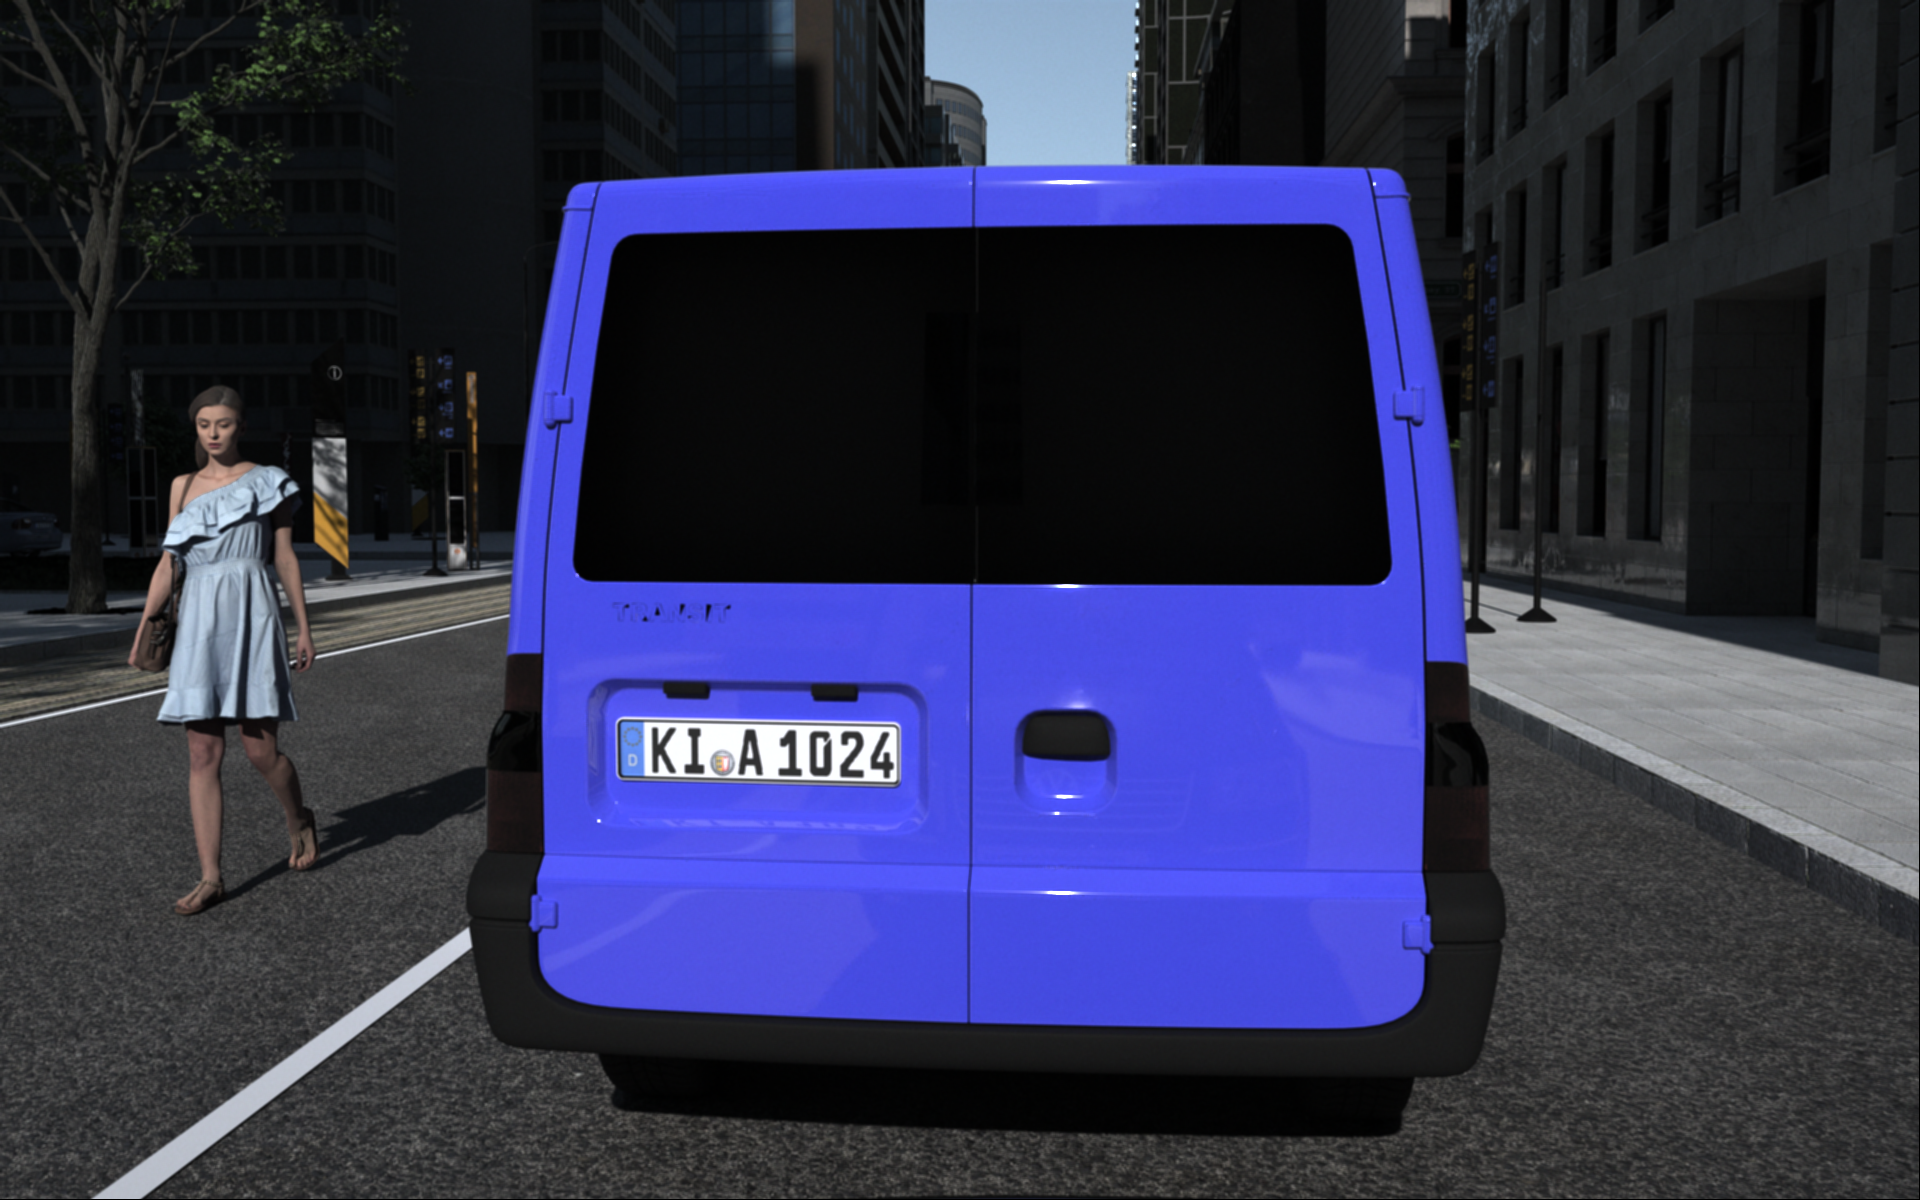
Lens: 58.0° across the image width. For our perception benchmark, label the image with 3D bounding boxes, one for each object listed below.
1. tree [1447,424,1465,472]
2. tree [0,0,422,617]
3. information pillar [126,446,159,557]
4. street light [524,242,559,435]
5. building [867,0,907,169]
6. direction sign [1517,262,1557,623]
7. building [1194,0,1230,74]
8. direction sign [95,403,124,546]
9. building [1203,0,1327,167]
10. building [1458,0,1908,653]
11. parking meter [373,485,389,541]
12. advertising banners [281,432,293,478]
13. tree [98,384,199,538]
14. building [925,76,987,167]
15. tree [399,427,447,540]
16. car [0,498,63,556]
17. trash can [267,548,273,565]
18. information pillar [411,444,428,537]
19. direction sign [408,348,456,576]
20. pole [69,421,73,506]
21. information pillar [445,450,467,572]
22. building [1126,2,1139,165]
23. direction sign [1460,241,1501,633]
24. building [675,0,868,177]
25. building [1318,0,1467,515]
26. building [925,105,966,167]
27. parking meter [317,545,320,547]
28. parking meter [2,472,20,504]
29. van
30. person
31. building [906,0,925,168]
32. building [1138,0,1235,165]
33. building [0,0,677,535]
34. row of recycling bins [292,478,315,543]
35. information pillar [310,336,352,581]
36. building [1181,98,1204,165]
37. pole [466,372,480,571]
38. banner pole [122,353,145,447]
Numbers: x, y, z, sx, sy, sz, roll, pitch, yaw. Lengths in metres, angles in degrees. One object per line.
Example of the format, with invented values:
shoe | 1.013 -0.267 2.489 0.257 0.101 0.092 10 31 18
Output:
tree | 6.402 -1.855 24.925 1.663 3.219 1.824 0 3 0
tree | -9.242 -5.664 18.357 9.928 11.665 9.643 0 3 0
information pillar | -12.674 -1.368 26.865 0.304 2.012 0.304 1 4 17
street light | -7.334 -3.605 31.476 1.470 5.913 1.316 0 4 4
building | -15.445 -30.697 125.599 21.300 48.544 21.600 0 4 4
direction sign | 5.820 -1.552 17.369 0.379 3.537 0.876 1 4 19
building | 30.607 -26.767 129.515 32.217 40.220 23.993 0 4 4
direction sign | -21.321 -3.133 43.220 0.876 3.537 0.379 -3 5 -43
building | 15.666 -14.292 63.345 12.332 23.373 15.834 0 4 4
building | 12.992 -10.090 19.729 10.420 20.320 16.860 0 4 4
parking meter | -15.870 -2.389 47.478 0.372 1.533 0.369 0 3 0
advertising banners | -19.728 -3.266 49.594 2.074 3.025 0.090 2 4 33
tree | -24.237 -4.135 51.317 4.285 4.588 4.351 0 3 0
building | -7.451 -43.049 245.841 21.231 58.520 28.212 0 4 4
tree | -15.049 -3.319 48.870 1.663 3.219 1.824 0 3 0
car | -21.181 -1.476 36.129 4.499 1.417 2.014 0 4 4
trash can | -12.798 -1.220 31.597 0.748 1.137 0.748 0 3 0
information pillar | -16.356 -3.731 52.359 0.504 3.616 0.183 -2 4 -30
direction sign | -8.224 -2.143 27.028 0.876 3.537 0.379 1 4 23
pole | -24.705 -3.330 48.297 0.158 3.312 0.155 0 3 0
information pillar | -8.367 -1.484 28.752 0.304 2.012 0.304 -1 4 -20
building | 33.417 -57.638 255.046 22.319 86.520 31.000 0 4 4
direction sign | 4.787 -1.469 16.009 0.379 3.537 0.876 0 4 -4
building | -12.598 -27.014 91.790 14.600 45.320 14.200 0 4 4
building | 21.616 -15.760 45.064 23.554 28.519 14.401 0 4 4
building | -10.715 -36.471 215.902 23.786 49.044 30.456 0 4 4
parking meter | -15.300 -2.038 41.730 0.372 1.533 0.369 0 3 0
parking meter | -25.539 -2.504 46.647 0.255 1.863 0.399 1 4 8
van | 0.263 -0.080 5.697 2.240 2.365 5.245 0 4 5
person | -2.628 0.146 6.200 0.616 1.811 0.778 0 4 7
building | -11.741 -44.546 166.578 20.563 71.187 20.611 0 4 4
building | 30.458 -47.519 215.179 20.563 71.187 20.611 0 4 4
building | -24.063 -22.805 64.743 32.217 40.220 23.993 0 4 4
row of recycling bins | -18.276 -2.392 46.228 3.534 1.692 1.069 2 4 30
information pillar | -9.312 -2.096 25.621 0.504 3.616 0.183 -3 4 -38
building | 15.872 -14.224 81.711 9.793 20.994 18.267 0 4 4
pole | -8.170 -2.153 29.049 0.158 3.312 0.155 0 3 0
banner pole | -14.588 -2.484 30.634 0.863 3.779 0.401 3 5 41
